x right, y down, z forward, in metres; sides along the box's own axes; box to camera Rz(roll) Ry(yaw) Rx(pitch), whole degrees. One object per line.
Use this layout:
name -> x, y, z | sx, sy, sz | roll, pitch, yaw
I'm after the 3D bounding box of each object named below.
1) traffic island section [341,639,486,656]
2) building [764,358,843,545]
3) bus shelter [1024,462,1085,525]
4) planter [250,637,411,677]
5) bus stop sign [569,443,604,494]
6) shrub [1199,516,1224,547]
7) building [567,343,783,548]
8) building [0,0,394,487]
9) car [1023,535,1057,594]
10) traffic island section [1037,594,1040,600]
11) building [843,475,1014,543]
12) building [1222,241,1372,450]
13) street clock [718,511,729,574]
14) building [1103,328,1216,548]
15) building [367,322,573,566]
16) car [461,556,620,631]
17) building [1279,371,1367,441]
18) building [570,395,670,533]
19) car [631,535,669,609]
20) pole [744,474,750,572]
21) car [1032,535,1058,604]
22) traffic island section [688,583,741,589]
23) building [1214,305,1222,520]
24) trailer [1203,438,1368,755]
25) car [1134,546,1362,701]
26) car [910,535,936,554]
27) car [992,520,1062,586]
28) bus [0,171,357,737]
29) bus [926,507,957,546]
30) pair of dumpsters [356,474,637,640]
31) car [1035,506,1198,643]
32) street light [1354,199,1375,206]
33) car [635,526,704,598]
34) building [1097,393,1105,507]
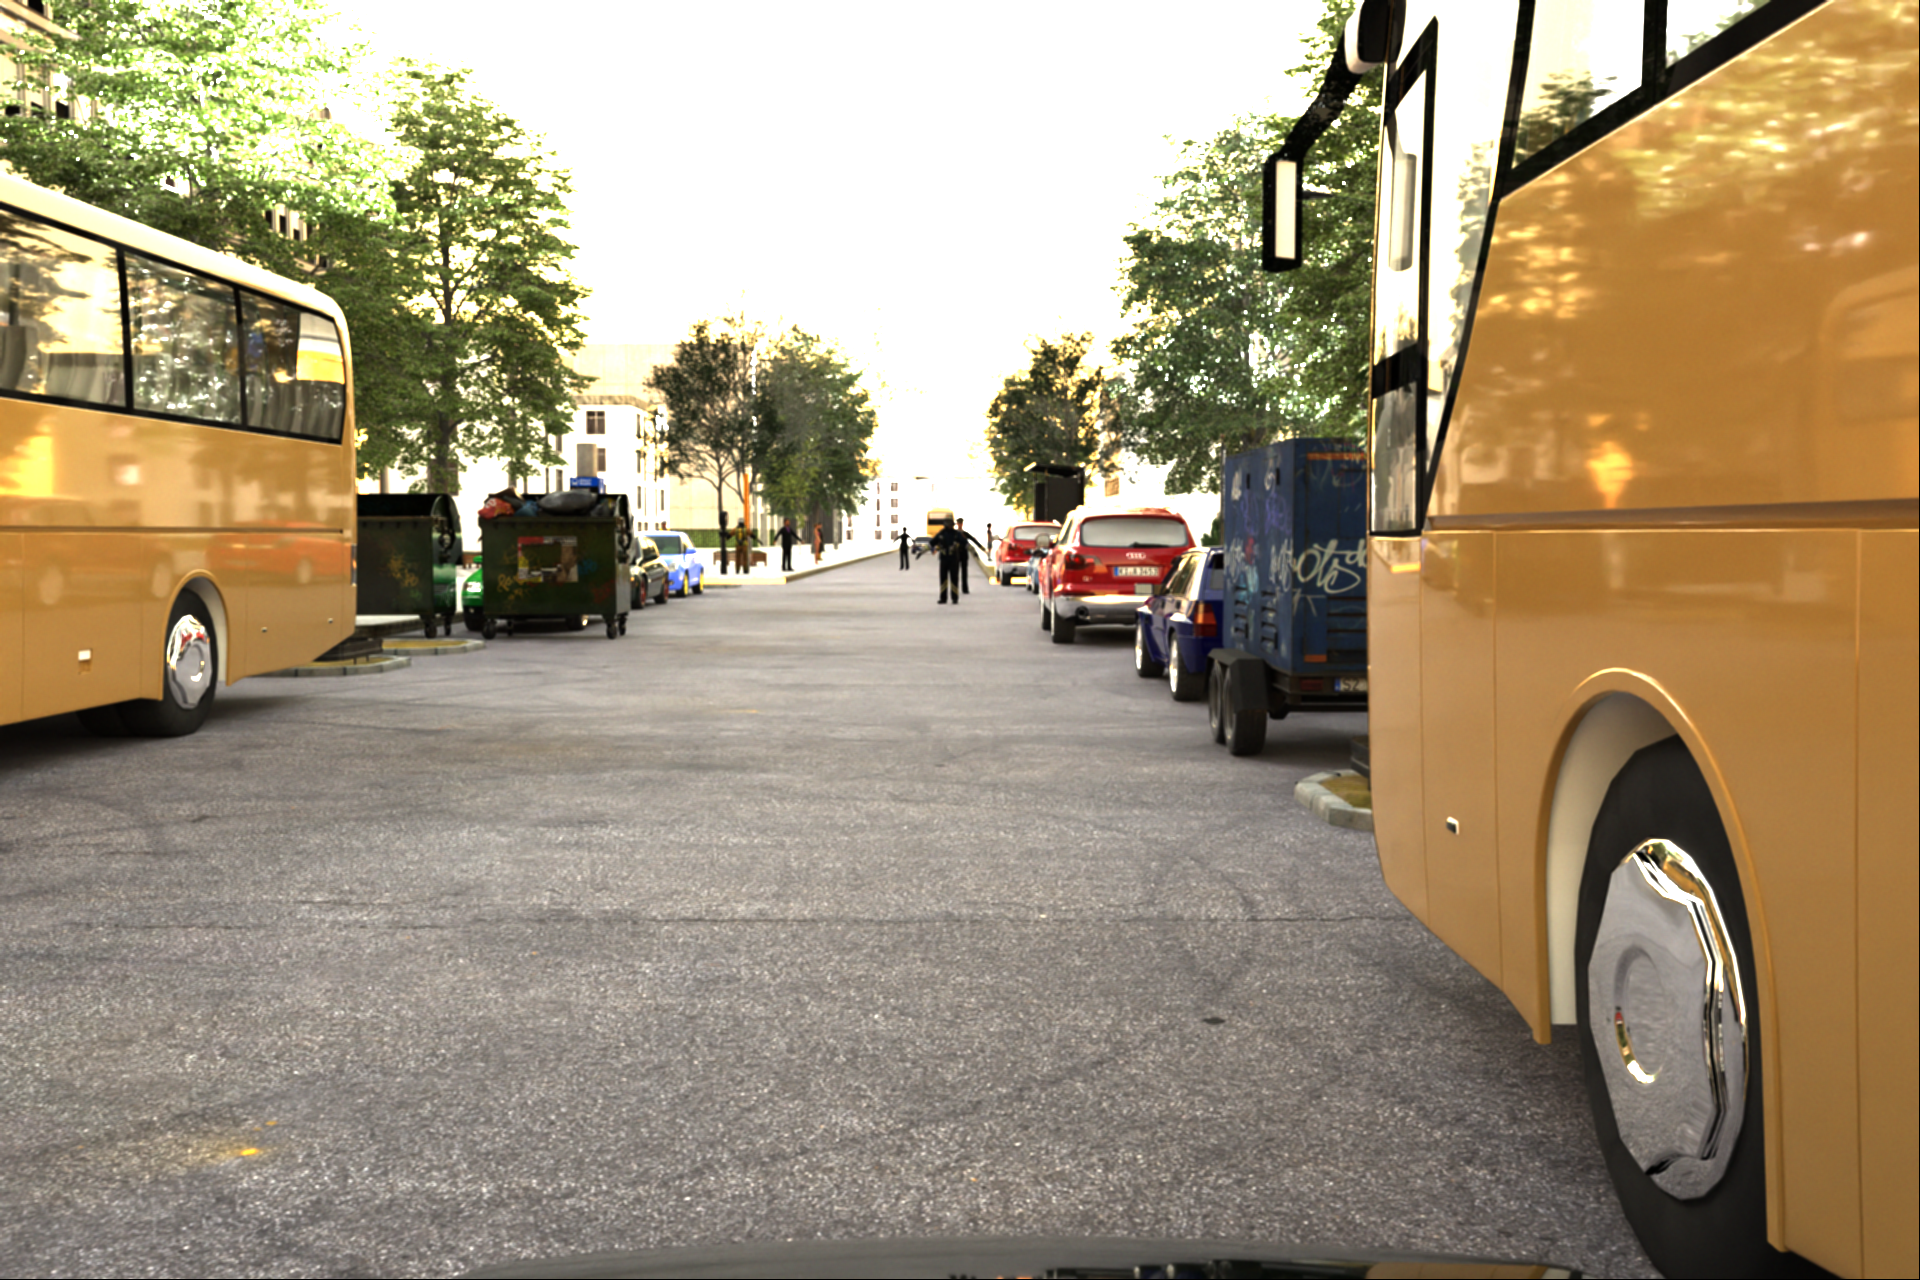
traffic island section -> -6.945, 0.097, 21.276 | 1.991, 0.108, 1.994 | 0, 4, 0
building -> -29.627, -22.859, 217.716 | 27.936, 21.610, 32.646 | 0, 4, 0
bus shelter -> 3.259, -4.193, 59.837 | 1.731, 3.624, 6.357 | 0, 4, -1
planter -> -6.956, 0.173, 18.314 | 1.991, 0.319, 1.994 | 0, 4, 1
bus stop sign -> -10.802, -3.743, 50.212 | 0.837, 3.901, 0.837 | 0, 4, 0
shrub -> 10.515, -4.046, 70.199 | 1.661, 2.075, 1.752 | 0, 3, 0
building -> -27.966, -18.944, 176.195 | 16.747, 18.905, 31.486 | 0, 4, 0
building -> -29.438, -14.255, 40.671 | 19.016, 26.051, 41.698 | 0, 4, 1
car -> 2.583, -1.869, 42.566 | 2.014, 1.417, 4.499 | 0, 4, -1
traffic island section -> 2.710, -0.941, 38.248 | 1.991, 0.108, 1.994 | 0, 4, 0
building -> -6.281, -18.420, 245.772 | 28.070, 9.664, 9.099 | 0, 4, 2
building -> 22.343, -15.688, 112.921 | 16.016, 20.090, 11.380 | 0, 4, 0
street clock -> -7.538, -3.099, 55.233 | 0.358, 2.002, 0.471 | 0, 4, 1
building -> 24.447, -20.928, 173.107 | 19.493, 23.208, 18.063 | 0, 4, 0
building -> -23.019, -8.606, 82.862 | 9.099, 9.664, 28.070 | 0, 4, 0
car -> -6.471, -1.122, 27.140 | 1.959, 1.807, 4.718 | 0, 4, -1
building -> 22.305, -8.671, 83.916 | 9.099, 9.664, 28.070 | 0, 4, 0
building -> -24.373, -10.792, 118.591 | 9.099, 9.664, 28.070 | 0, 4, 0
car -> -6.884, -1.496, 34.248 | 2.009, 1.686, 4.222 | 0, 4, 0
pole -> -7.207, -3.955, 58.499 | 0.158, 3.312, 0.155 | 0, 3, 0
car -> 2.517, -1.527, 34.006 | 2.155, 1.783, 4.494 | 0, 4, 0
traffic island section -> -6.925, -1.446, 46.516 | 1.991, 0.108, 1.994 | 0, 3, 0
building -> 24.813, -16.887, 132.522 | 16.016, 20.090, 11.380 | 0, 3, 0
trailer -> 2.450, -0.317, 12.231 | 1.471, 1.999, 3.904 | 0, 3, 0
car -> 2.660, -0.221, 16.202 | 1.945, 1.354, 3.894 | 0, 4, -1
car -> -2.656, -7.002, 127.056 | 1.945, 1.354, 3.894 | 0, 4, 0
car -> 2.097, -2.505, 49.626 | 2.281, 1.827, 5.304 | 0, 4, -1
bus -> -6.659, -1.093, 9.417 | 2.896, 3.916, 12.252 | 0, 4, 0
bus -> -1.689, -10.158, 157.637 | 2.896, 3.916, 12.252 | 0, 4, 0
pair of dumpsters -> -6.781, -1.159, 23.896 | 4.436, 2.255, 1.574 | 0, 4, -1
car -> 2.218, -0.953, 24.252 | 2.281, 1.827, 5.304 | 0, 4, 0
street light -> 6.248, -3.120, 23.551 | 1.470, 5.913, 1.316 | 0, 4, 0
car -> -7.004, -1.869, 40.152 | 1.945, 1.707, 3.694 | 0, 4, 0
building -> 23.069, -22.620, 226.256 | 16.016, 20.090, 11.380 | 0, 4, 0
